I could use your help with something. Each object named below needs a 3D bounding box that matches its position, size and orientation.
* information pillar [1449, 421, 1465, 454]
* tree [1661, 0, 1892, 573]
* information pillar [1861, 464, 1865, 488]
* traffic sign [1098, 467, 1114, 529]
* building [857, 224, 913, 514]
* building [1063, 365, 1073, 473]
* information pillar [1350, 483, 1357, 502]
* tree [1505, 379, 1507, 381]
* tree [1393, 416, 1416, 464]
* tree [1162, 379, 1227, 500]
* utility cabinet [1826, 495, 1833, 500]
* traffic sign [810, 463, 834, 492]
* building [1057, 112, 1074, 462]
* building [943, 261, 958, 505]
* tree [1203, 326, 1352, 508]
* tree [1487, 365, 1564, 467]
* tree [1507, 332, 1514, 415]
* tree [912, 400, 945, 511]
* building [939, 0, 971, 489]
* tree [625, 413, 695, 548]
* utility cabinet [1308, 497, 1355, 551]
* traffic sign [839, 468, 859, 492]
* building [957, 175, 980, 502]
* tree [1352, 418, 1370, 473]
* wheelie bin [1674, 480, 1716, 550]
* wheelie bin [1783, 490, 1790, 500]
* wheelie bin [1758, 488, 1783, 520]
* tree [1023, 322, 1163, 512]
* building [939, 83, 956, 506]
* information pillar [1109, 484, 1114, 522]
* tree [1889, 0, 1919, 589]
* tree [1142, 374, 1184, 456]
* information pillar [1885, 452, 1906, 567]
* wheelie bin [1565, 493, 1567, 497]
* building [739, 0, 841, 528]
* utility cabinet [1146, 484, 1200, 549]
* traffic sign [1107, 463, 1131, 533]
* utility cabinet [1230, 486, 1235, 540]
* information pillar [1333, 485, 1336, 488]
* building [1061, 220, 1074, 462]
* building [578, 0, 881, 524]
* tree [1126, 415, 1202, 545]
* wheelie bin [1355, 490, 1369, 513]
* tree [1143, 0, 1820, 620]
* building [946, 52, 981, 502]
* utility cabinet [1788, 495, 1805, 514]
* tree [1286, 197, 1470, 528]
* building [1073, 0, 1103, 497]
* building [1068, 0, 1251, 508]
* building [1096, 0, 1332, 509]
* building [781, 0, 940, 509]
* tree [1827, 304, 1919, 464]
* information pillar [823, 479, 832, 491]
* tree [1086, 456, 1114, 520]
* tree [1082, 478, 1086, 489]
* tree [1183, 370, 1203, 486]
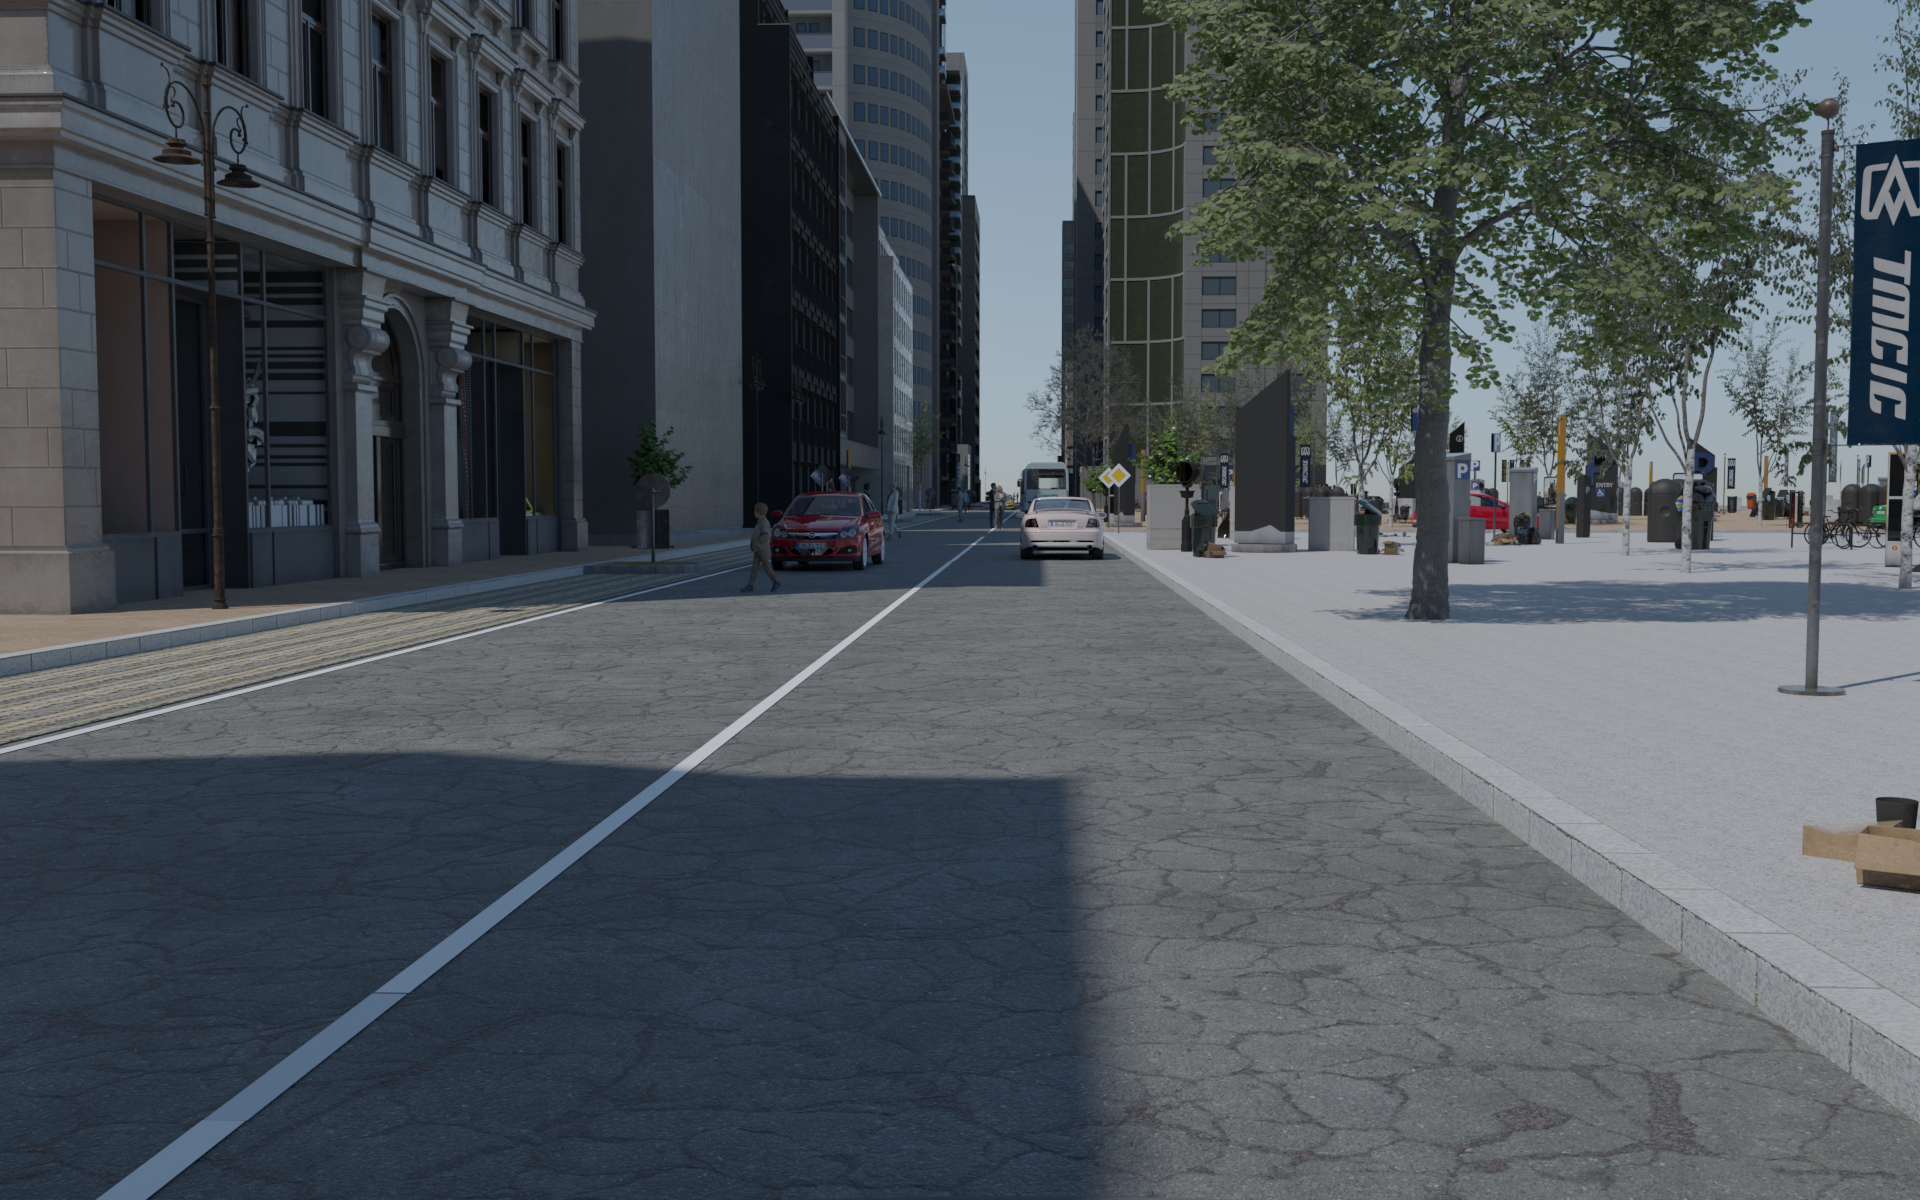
[{"bbox_3d":[16.033,-3.946,55.878,0.504,3.616,0.183,2,4,28],"label":"information pillar"},{"bbox_3d":[11.799,-4.760,28.191,4.360,8.622,3.978,0,3,0],"label":"tree"},{"bbox_3d":[69.627,-8.699,133.583,0.504,3.616,0.183,-3,5,-44],"label":"information pillar"},{"bbox_3d":[5.528,-3.714,64.364,0.795,2.450,0.064,0,4,3],"label":"traffic sign"},{"bbox_3d":[-9.071,-16.192,119.490,10.420,20.320,16.860,0,4,3],"label":"building"},{"bbox_3d":[28.328,-24.077,238.693,27.650,21.520,28.899,0,4,3],"label":"building"},{"bbox_3d":[26.937,-6.978,118.578,0.304,2.012,0.304,-2,4,-31],"label":"information pillar"},{"bbox_3d":[23.914,-7.310,69.879,4.360,8.622,3.978,0,3,0],"label":"tree"},{"bbox_3d":[35.721,-11.285,134.878,4.360,8.622,3.978,0,3,0],"label":"tree"},{"bbox_3d":[15.120,-9.799,110.571,4.737,8.622,4.395,0,3,0],"label":"tree"},{"bbox_3d":[59.964,-6.664,120.124,1.020,1.237,0.306,2,4,28],"label":"utility cabinet"},{"bbox_3d":[-4.518,-3.254,56.846,0.795,2.450,0.064,0,4,3],"label":"traffic sign"},{"bbox_3d":[27.229,-59.233,281.132,22.319,86.520,31.000,0,4,3],"label":"building"},{"bbox_3d":[-7.588,-26.448,204.119,14.160,30.474,14.107,0,4,3],"label":"building"},{"bbox_3d":[13.376,-7.511,73.161,4.360,8.622,3.978,0,3,0],"label":"tree"},{"bbox_3d":[32.434,-9.124,99.539,4.737,8.622,4.395,0,3,0],"label":"tree"},{"bbox_3d":[13.997,-5.245,36.110,4.360,8.622,3.978,0,3,0],"label":"tree"},{"bbox_3d":[-3.340,-11.245,134.224,4.737,8.622,4.395,0,3,0],"label":"tree"},{"bbox_3d":[-9.413,-56.596,238.023,22.319,86.520,31.000,0,4,3],"label":"building"},{"bbox_3d":[-7.349,-2.847,41.155,1.663,3.219,1.824,0,3,0],"label":"tree"},{"bbox_3d":[8.365,-1.701,38.974,1.020,1.237,0.306,1,4,13],"label":"utility cabinet"},{"bbox_3d":[-4.156,-3.742,64.822,0.795,2.450,0.064,0,4,3],"label":"traffic sign"},{"bbox_3d":[-7.953,-39.277,265.877,21.300,48.544,21.600,0,4,3],"label":"building"},{"bbox_3d":[26.825,-10.496,121.972,4.360,8.622,3.978,0,3,0],"label":"tree"},{"bbox_3d":[16.990,-1.961,39.973,0.980,1.594,0.693,-2,4,-28],"label":"wheelie bin"},{"bbox_3d":[57.448,-6.908,120.847,0.693,1.594,0.980,-2,4,-30],"label":"wheelie bin"},{"bbox_3d":[39.554,-4.704,84.812,0.693,1.594,0.980,0,4,-1],"label":"wheelie bin"},{"bbox_3d":[9.521,-13.111,124.727,12.009,13.543,11.850,0,3,0],"label":"tree"},{"bbox_3d":[-11.808,-32.280,182.404,22.147,44.769,28.867,0,4,3],"label":"building"},{"bbox_3d":[6.410,-4.173,72.715,0.304,2.012,0.304,1,4,9],"label":"information pillar"},{"bbox_3d":[12.839,-4.474,23.521,4.360,8.622,3.978,0,3,0],"label":"tree"},{"bbox_3d":[13.005,-9.325,102.827,4.360,8.622,3.978,0,3,0],"label":"tree"},{"bbox_3d":[16.426,-1.582,30.352,0.304,2.012,0.304,3,4,36],"label":"information pillar"},{"bbox_3d":[44.484,-7.367,128.356,0.980,1.594,0.693,0,4,-1],"label":"wheelie bin"},{"bbox_3d":[-12.055,-14.838,72.281,12.332,23.373,15.834,0,4,3],"label":"building"},{"bbox_3d":[4.912,-1.914,39.970,1.173,1.500,0.318,-1,4,-11],"label":"utility cabinet"},{"bbox_3d":[5.165,-3.226,56.387,0.795,2.450,0.064,0,4,3],"label":"traffic sign"},{"bbox_3d":[7.841,-2.340,46.940,0.318,1.500,1.173,-2,4,-35],"label":"utility cabinet"},{"bbox_3d":[29.880,-8.165,137.990,0.304,2.012,0.304,3,5,43],"label":"information pillar"},{"bbox_3d":[22.230,-35.244,259.841,14.154,41.232,14.086,0,4,3],"label":"building"},{"bbox_3d":[-12.750,-16.932,95.909,14.314,24.678,30.058,0,4,3],"label":"building"},{"bbox_3d":[5.164,-2.918,42.307,1.663,3.219,1.824,0,3,0],"label":"tree"},{"bbox_3d":[20.947,-5.034,90.221,0.693,1.594,0.980,0,4,6],"label":"wheelie bin"},{"bbox_3d":[5.196,-6.095,17.786,7.486,12.596,7.792,0,3,0],"label":"tree"},{"bbox_3d":[-6.845,-51.864,286.223,20.563,71.187,20.611,0,4,3],"label":"building"},{"bbox_3d":[53.356,-6.082,110.596,1.020,1.237,0.306,2,4,35],"label":"utility cabinet"},{"bbox_3d":[9.773,-5.606,42.016,4.737,8.622,4.395,0,3,0],"label":"tree"},{"bbox_3d":[22.304,-38.978,179.291,21.231,58.520,28.212,0,4,3],"label":"building"},{"bbox_3d":[22.102,-46.792,203.304,20.563,71.187,20.611,0,4,3],"label":"building"},{"bbox_3d":[21.116,-43.811,154.567,20.563,71.187,20.611,0,4,3],"label":"building"},{"bbox_3d":[-13.101,-37.402,153.527,21.231,58.520,28.212,0,4,3],"label":"building"},{"bbox_3d":[28.639,-6.244,52.459,4.737,8.622,4.395,0,3,0],"label":"tree"},{"bbox_3d":[-5.514,-4.125,71.932,0.304,2.012,0.304,-3,5,-44],"label":"information pillar"},{"bbox_3d":[7.657,-5.666,87.241,1.663,3.219,1.824,0,3,0],"label":"tree"},{"bbox_3d":[8.607,-6.735,104.719,1.663,3.219,1.824,0,3,0],"label":"tree"},{"bbox_3d":[14.930,-8.902,95.917,4.360,8.622,3.978,0,3,0],"label":"tree"}]
